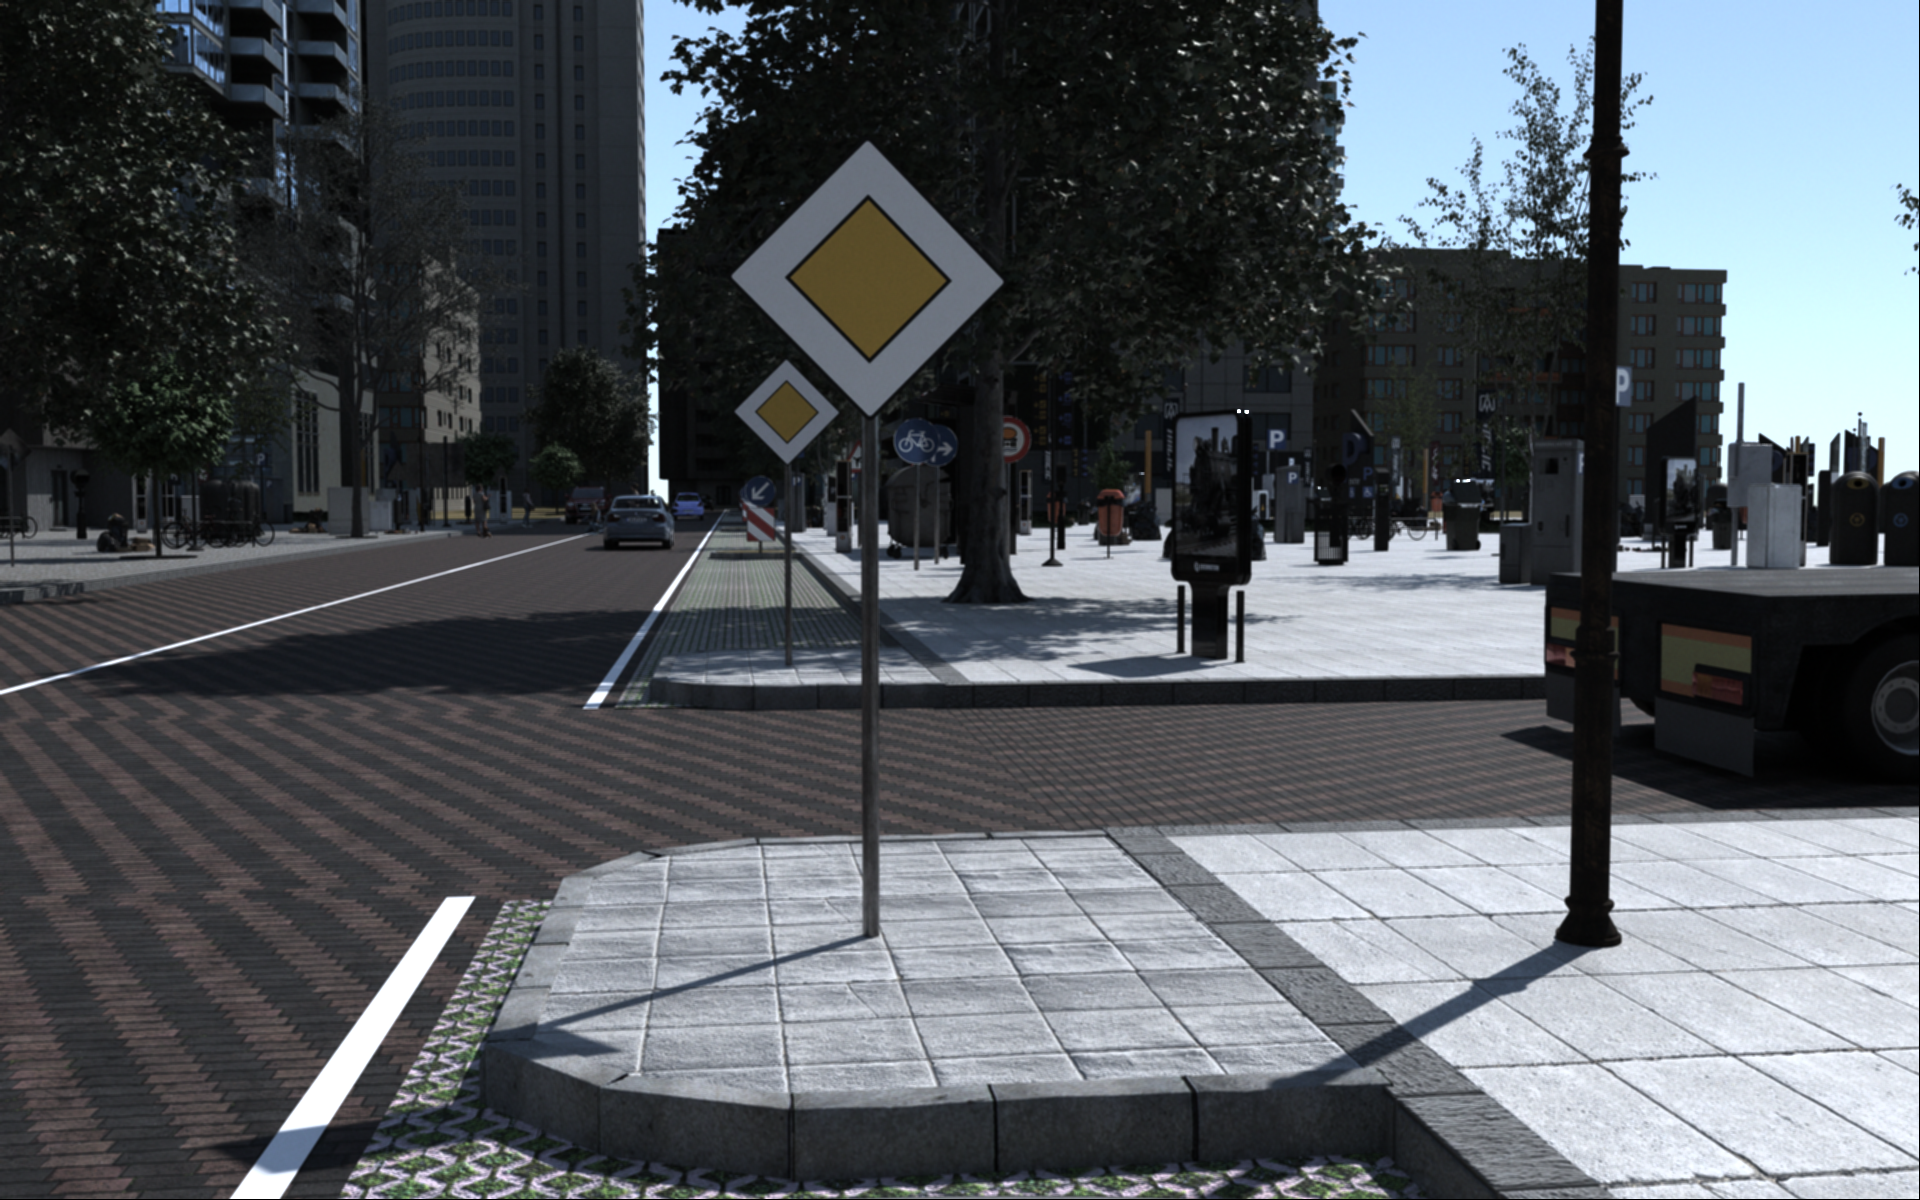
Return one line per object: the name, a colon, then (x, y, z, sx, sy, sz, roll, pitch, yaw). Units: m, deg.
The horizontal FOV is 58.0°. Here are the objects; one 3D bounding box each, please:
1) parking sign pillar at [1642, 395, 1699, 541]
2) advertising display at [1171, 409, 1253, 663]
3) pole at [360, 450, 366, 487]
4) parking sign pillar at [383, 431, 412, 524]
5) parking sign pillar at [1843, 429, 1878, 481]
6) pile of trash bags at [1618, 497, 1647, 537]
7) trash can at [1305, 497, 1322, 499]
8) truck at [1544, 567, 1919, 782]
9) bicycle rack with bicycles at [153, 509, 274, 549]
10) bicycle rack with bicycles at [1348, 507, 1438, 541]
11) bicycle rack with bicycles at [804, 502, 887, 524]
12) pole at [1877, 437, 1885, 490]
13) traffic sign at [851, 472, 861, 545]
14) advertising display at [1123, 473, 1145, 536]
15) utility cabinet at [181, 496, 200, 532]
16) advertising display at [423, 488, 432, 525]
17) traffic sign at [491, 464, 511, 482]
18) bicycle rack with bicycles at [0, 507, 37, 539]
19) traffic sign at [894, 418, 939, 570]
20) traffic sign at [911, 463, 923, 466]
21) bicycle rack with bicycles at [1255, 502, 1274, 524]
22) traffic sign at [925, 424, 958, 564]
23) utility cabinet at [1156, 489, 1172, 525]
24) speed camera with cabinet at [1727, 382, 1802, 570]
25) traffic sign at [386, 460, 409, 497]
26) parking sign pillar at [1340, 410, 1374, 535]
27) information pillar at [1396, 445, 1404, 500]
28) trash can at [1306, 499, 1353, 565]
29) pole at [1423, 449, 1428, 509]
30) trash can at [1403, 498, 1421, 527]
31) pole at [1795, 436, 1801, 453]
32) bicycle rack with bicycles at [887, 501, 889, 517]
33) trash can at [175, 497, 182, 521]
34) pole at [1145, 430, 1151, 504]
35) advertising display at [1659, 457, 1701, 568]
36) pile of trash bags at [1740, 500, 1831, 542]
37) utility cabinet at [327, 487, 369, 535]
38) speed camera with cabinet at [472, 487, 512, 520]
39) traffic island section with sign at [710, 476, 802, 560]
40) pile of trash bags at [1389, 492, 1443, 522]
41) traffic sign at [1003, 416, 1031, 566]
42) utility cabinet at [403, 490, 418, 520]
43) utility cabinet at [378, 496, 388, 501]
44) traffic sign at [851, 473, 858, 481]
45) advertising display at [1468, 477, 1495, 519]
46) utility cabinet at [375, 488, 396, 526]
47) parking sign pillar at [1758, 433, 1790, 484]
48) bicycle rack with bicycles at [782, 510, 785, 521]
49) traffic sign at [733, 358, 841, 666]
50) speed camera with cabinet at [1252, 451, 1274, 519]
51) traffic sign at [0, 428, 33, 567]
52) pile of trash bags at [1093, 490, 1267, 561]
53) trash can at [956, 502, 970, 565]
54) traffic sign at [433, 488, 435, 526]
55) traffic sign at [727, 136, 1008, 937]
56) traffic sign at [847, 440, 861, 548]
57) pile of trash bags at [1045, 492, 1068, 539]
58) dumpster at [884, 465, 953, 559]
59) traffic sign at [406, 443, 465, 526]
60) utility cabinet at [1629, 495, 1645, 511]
parking sign pillar: (19.614, -3.624, 47.721, 1.447, 3.967, 1.447, 3, 5, 40)
advertising display: (1.957, -0.509, 13.542, 0.123, 1.923, 0.974, -2, 4, -24)
pole: (-27.388, -5.241, 79.536, 0.158, 3.312, 0.155, 0, 3, 0)
parking sign pillar: (-24.016, -5.196, 73.419, 1.447, 3.967, 1.447, -2, 4, -33)
parking sign pillar: (37.452, -5.105, 71.937, 1.447, 3.967, 1.447, 1, 4, 11)
pile of trash bags: (20.178, -2.611, 52.436, 1.912, 1.369, 3.447, -2, 4, -32)
trash can: (15.562, -3.956, 76.340, 0.748, 1.137, 0.748, 0, 3, 0)
truck: (13.062, -1.260, 10.354, 18.799, 4.110, 2.967, 0, 4, -5)
bicycle rack with bicycles: (-18.113, -1.747, 41.942, 2.925, 0.926, 2.852, -3, 5, -40)
bicycle rack with bicycles: (11.886, -2.157, 48.641, 2.925, 0.926, 2.852, -2, 4, -28)
bicycle rack with bicycles: (-5.279, -3.706, 73.975, 2.925, 0.926, 2.852, 3, 4, 38)
pole: (33.079, -4.184, 62.253, 0.158, 3.312, 0.155, 0, 3, 0)
traffic sign: (-2.511, -2.680, 43.820, 0.884, 2.594, 0.081, 0, 4, -1)
advertising display: (5.326, -2.930, 53.116, 0.123, 1.923, 0.974, -2, 4, -29)
utility cabinet: (-24.779, -2.766, 56.385, 1.020, 1.237, 0.306, -2, 4, -26)
advertising display: (-22.441, -4.120, 72.577, 0.974, 1.923, 0.123, 3, 5, 41)
traffic sign: (-20.087, -4.633, 75.756, 0.884, 2.594, 0.081, 0, 4, 2)
bicycle rack with bicycles: (-27.846, -2.204, 49.412, 2.852, 0.926, 2.925, 3, 4, 36)
traffic sign: (-0.731, -1.773, 29.103, 0.768, 2.556, 0.104, 0, 4, -3)
traffic sign: (-1.403, -3.485, 56.984, 0.884, 2.594, 0.081, 0, 4, 0)
bicycle rack with bicycles: (8.188, -2.519, 54.570, 2.925, 0.926, 2.852, -1, 4, -23)
traffic sign: (-0.424, -1.933, 31.714, 0.768, 2.556, 0.104, 0, 4, 2)
utility cabinet: (8.494, -3.746, 69.929, 1.173, 1.500, 0.318, 1, 4, 10)
speed camera with cabinet: (13.969, -2.187, 30.086, 0.660, 3.252, 2.038, 0, 4, 5)
traffic sign: (-21.636, -4.077, 66.658, 0.884, 2.594, 0.081, 0, 4, 2)
parking sign pillar: (12.556, -4.048, 54.652, 1.447, 3.967, 1.447, -1, 4, -16)
information pillar: (20.883, -5.560, 82.267, 0.504, 3.616, 0.183, -3, 5, -43)
trash can: (6.729, -1.207, 31.380, 0.748, 1.137, 0.748, 0, 3, 0)
pole: (20.870, -5.129, 77.703, 0.158, 3.312, 0.155, 0, 3, 0)
trash can: (17.807, -3.462, 68.253, 0.748, 1.137, 0.748, 0, 3, 0)
pole: (29.332, -4.090, 60.722, 0.158, 3.312, 0.155, 0, 3, 0)
bicycle rack with bicycles: (-3.180, -4.296, 83.614, 2.852, 0.926, 2.925, 1, 4, 9)
trash can: (-35.364, -4.109, 78.831, 0.748, 1.137, 0.748, 0, 3, 0)
pole: (6.020, -3.770, 55.476, 0.158, 3.312, 0.155, 0, 3, 0)
advertising display: (12.515, -1.527, 30.174, 0.974, 1.923, 0.123, -2, 4, -35)
pile of trash bags: (22.784, -2.321, 47.708, 1.912, 1.369, 3.447, -1, 4, -19)
utility cabinet: (-19.050, -2.768, 53.932, 1.173, 1.500, 0.318, -2, 4, -29)
speed camera with cabinet: (-23.131, -5.577, 85.520, 0.660, 3.252, 2.038, 2, 4, 35)
traffic island section with sign: (-4.549, -1.826, 38.475, 1.989, 1.847, 2.006, 0, 4, -7)
pile of trash bags: (20.726, -4.327, 80.495, 3.447, 1.369, 1.912, 0, 4, 1)
traffic sign: (0.776, -1.724, 28.285, 0.768, 2.556, 0.104, 0, 4, 2)
utility cabinet: (-26.895, -4.668, 84.999, 0.318, 1.500, 1.173, 1, 4, 22)
utility cabinet: (-20.698, -3.121, 62.188, 0.306, 1.237, 1.020, -1, 4, -17)
traffic sign: (-4.498, -4.298, 70.374, 0.768, 2.556, 0.104, 0, 4, -5)
advertising display: (19.448, -3.635, 64.638, 0.974, 1.923, 0.123, 0, 4, 5)
utility cabinet: (-22.873, -3.687, 68.969, 0.318, 1.500, 1.173, 0, 4, 8)
parking sign pillar: (35.479, -5.334, 75.690, 1.447, 3.967, 1.447, -3, 5, -42)
bicycle rack with bicycles: (-6.612, -3.975, 78.374, 2.925, 0.926, 2.852, -1, 4, -16)
traffic sign: (-1.284, -0.566, 12.889, 0.795, 2.450, 0.064, 0, 4, -7)
speed camera with cabinet: (13.899, -5.193, 79.243, 0.660, 3.252, 2.038, 3, 4, 39)
traffic sign: (-16.721, -1.793, 30.504, 0.795, 2.450, 0.064, 0, 4, -1)
pile of trash bags: (4.381, -1.506, 34.382, 3.447, 1.369, 1.912, 1, 4, 14)
trash can: (0.306, -1.133, 30.172, 0.748, 1.137, 0.748, 0, 3, 0)
traffic sign: (-20.978, -4.220, 69.008, 0.884, 2.594, 0.081, 0, 4, 1)
traffic sign: (-0.261, -0.081, 4.969, 0.795, 2.450, 0.064, 0, 4, -7)
traffic sign: (-2.422, -2.538, 41.502, 0.884, 2.594, 0.081, 0, 4, -4)
pile of trash bags: (4.084, -2.400, 48.991, 3.447, 1.369, 1.912, 1, 4, 18)
dumpster: (-0.825, -1.780, 34.866, 1.264, 1.857, 1.865, 0, 4, -7)
traffic sign: (-20.792, -4.577, 68.701, 2.265, 3.308, 0.079, 0, 4, -4)
utility cabinet: (36.305, -4.977, 92.528, 1.020, 1.237, 0.306, 2, 4, 26)
